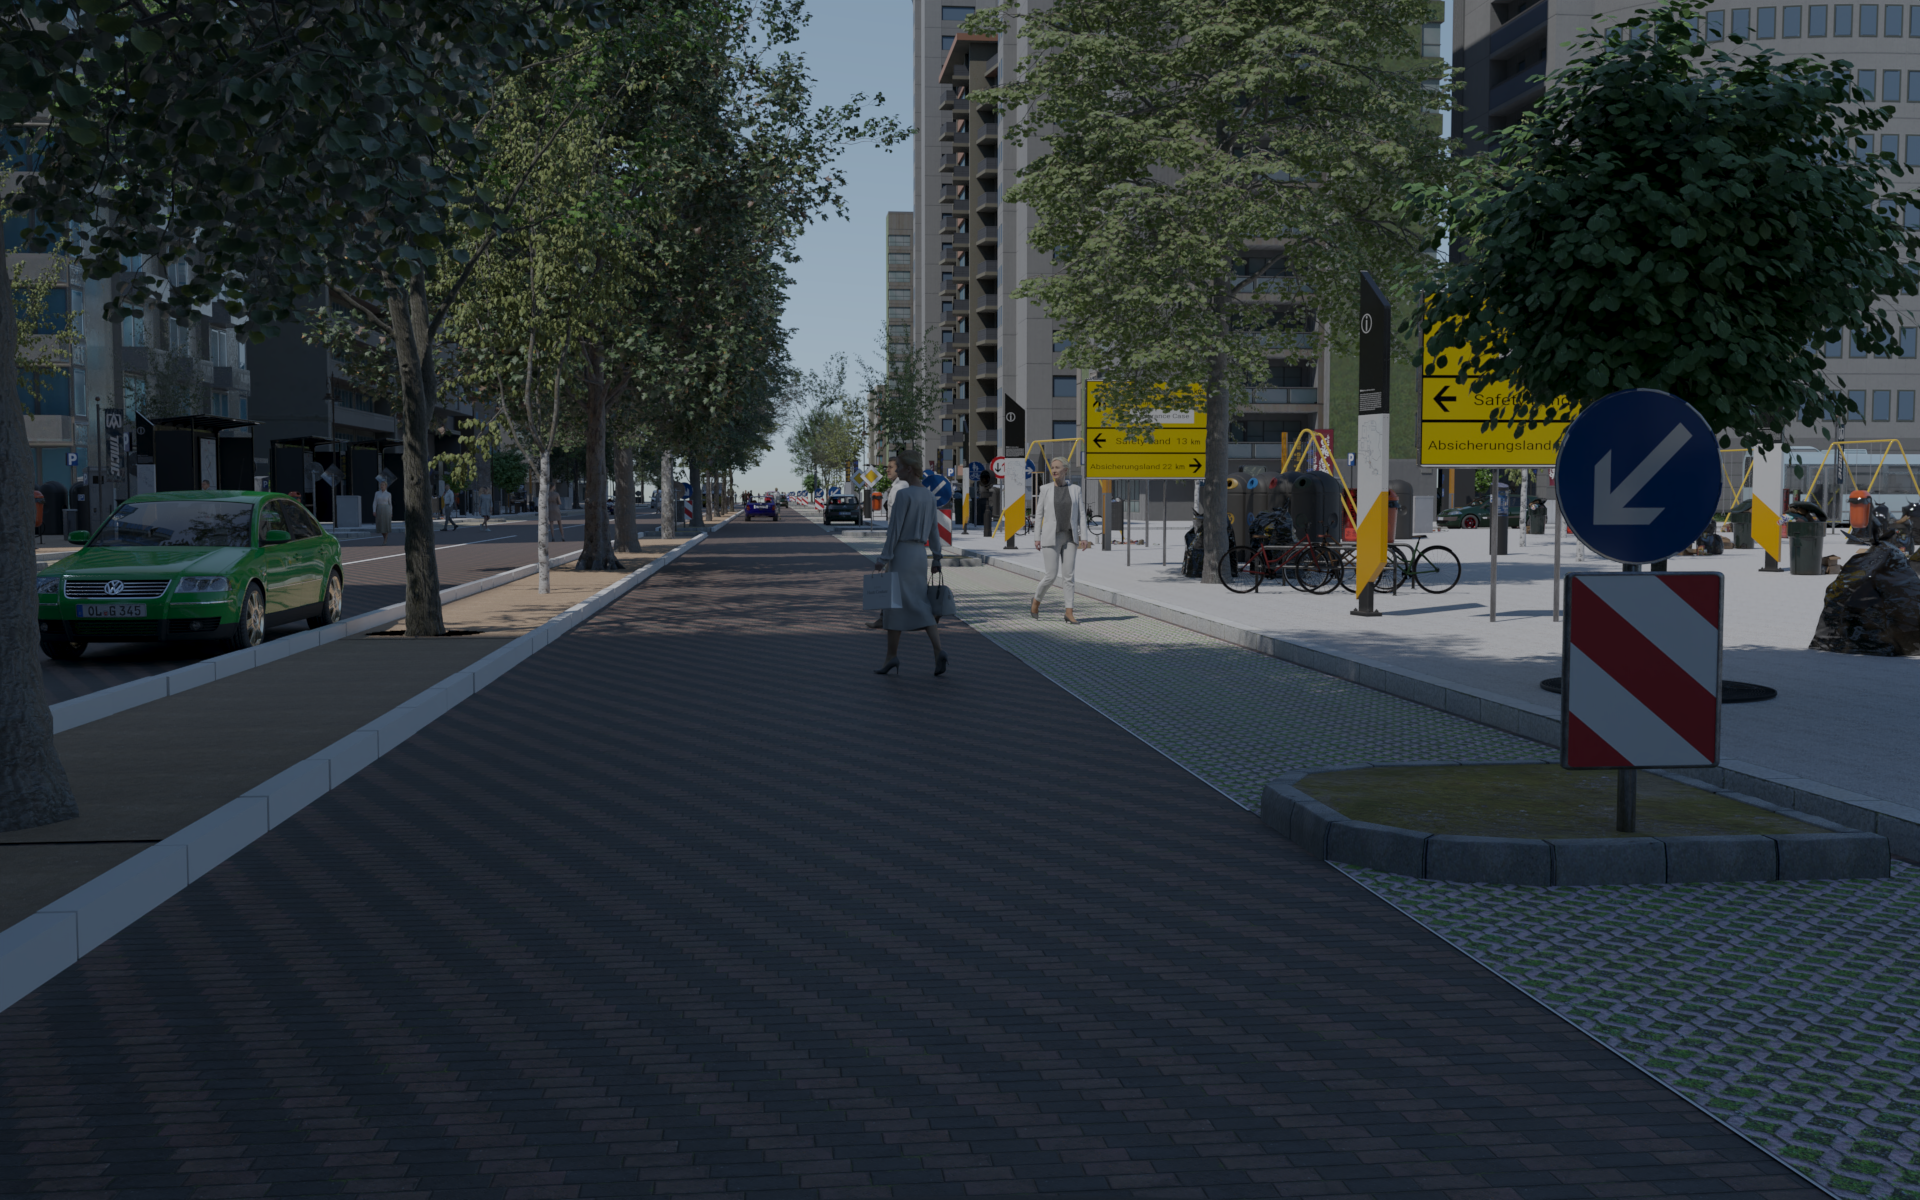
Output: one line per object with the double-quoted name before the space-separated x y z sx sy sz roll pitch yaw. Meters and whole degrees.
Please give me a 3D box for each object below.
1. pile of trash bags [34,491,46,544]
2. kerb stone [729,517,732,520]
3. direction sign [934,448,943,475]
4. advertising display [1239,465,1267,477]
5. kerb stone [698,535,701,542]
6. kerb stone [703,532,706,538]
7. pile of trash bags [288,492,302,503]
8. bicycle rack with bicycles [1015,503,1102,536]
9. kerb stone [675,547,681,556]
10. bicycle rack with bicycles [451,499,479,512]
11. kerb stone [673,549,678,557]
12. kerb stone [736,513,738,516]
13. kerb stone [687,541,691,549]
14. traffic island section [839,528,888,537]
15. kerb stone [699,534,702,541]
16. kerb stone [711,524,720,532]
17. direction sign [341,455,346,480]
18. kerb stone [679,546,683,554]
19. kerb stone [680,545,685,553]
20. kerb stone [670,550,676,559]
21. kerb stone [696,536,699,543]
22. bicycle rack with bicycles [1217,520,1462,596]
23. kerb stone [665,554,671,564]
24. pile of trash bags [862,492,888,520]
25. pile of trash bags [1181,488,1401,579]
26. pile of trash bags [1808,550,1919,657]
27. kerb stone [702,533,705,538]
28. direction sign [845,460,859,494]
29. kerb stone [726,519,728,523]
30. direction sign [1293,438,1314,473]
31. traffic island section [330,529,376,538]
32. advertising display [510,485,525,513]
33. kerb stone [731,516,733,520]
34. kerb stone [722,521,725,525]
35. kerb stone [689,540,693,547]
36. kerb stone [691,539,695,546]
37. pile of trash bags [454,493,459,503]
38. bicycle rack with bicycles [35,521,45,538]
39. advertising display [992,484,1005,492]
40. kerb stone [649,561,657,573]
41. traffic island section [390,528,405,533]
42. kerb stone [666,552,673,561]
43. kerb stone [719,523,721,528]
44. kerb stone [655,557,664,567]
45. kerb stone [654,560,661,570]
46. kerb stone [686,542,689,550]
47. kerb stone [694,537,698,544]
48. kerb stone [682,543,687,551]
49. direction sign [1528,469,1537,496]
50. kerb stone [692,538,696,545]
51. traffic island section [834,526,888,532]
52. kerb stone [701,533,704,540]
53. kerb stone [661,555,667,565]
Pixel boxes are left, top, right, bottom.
"pile of trash bags" -24.967 -2.128 44.550 3.447 1.369 1.912 1 4 17
"kerb stone" -11.911 -4.079 88.884 0.120 0.150 1.000 0 4 -6
"direction sign" -0.996 -5.773 86.384 0.379 3.537 0.876 1 4 17
"advertising display" 6.588 -2.067 39.005 0.123 1.923 0.974 3 5 43
"kerb stone" -7.732 -1.740 50.644 0.120 0.150 1.000 0 4 -6
"kerb stone" -8.182 -1.987 54.716 0.120 0.150 1.000 0 4 -6
"pile of trash bags" -26.123 -3.464 66.389 1.912 1.369 3.447 0 4 2
"bicycle rack with bicycles" 3.135 -2.503 54.310 2.925 0.926 2.852 0 4 7
"kerb stone" -6.507 -1.054 39.432 0.120 0.150 1.000 0 4 -6
"bicycle rack with bicycles" -35.697 -6.734 123.478 2.925 0.926 2.852 -2 4 -25
"kerb stone" -6.395 -0.992 38.415 0.120 0.150 1.000 0 4 -6
"kerb stone" -13.594 -5.010 104.167 0.120 0.150 1.000 0 4 -6
"kerb stone" -7.061 -1.366 44.528 0.120 0.150 1.000 0 4 -6
"traffic island section" -3.015 -2.272 59.424 2.009 0.180 2.903 0 4 -6
"kerb stone" -7.843 -1.802 51.660 0.120 0.150 1.000 0 4 -6
"kerb stone" -9.685 -2.829 68.502 0.120 0.150 1.000 0 4 -6
"direction sign" -35.100 -6.562 99.290 0.876 3.537 0.379 1 4 20
"kerb stone" -6.620 -1.112 40.448 0.120 0.150 1.000 0 4 -6
"kerb stone" -6.728 -1.172 41.468 0.120 0.150 1.000 0 4 -6
"kerb stone" -6.283 -0.930 37.399 0.120 0.150 1.000 0 4 -6
"kerb stone" -7.622 -1.678 49.627 0.120 0.150 1.000 0 4 -6
"bicycle rack with bicycles" 5.094 -0.574 22.767 2.925 0.926 2.852 1 4 23
"kerb stone" -6.050 -0.806 35.366 0.120 0.150 1.000 0 4 -6
"pile of trash bags" -3.071 -4.572 84.504 3.447 1.369 1.912 3 5 42
"pile of trash bags" 5.101 -1.055 27.007 3.447 1.369 1.912 1 4 16
"pile of trash bags" 8.851 -0.268 14.134 3.447 1.369 1.912 -1 4 -21
"kerb stone" -8.061 -1.927 53.700 0.120 0.150 1.000 0 4 -6
"direction sign" -7.150 -7.502 114.649 0.876 3.537 0.379 0 4 0
"kerb stone" -11.026 -3.581 80.741 0.120 0.150 1.000 0 4 -6
"direction sign" 13.859 -4.766 69.925 0.876 3.537 0.379 2 4 32
"traffic island section" -20.801 -2.153 57.490 2.009 0.180 2.903 0 4 -6
"advertising display" -30.161 -6.896 117.961 0.974 1.923 0.123 -1 4 -15
"kerb stone" -12.143 -4.197 90.921 0.120 0.150 1.000 0 4 -6
"kerb stone" -10.460 -3.269 75.638 0.120 0.150 1.000 0 4 -6
"kerb stone" -7.173 -1.423 45.551 0.120 0.150 1.000 0 4 -6
"kerb stone" -7.288 -1.491 46.571 0.120 0.150 1.000 0 4 -6
"pile of trash bags" -39.087 -7.842 137.971 3.447 1.369 1.912 2 4 31
"bicycle rack with bicycles" -28.156 -2.216 49.617 2.925 0.926 2.852 -1 4 -10
"advertising display" 2.602 -6.588 112.923 0.974 1.923 0.123 0 4 1
"kerb stone" -5.606 -0.556 31.288 0.120 0.150 1.000 0 4 -6
"traffic island section" -21.669 -2.639 65.428 2.009 0.180 2.903 0 4 -6
"kerb stone" -6.167 -0.866 36.381 0.120 0.150 1.000 0 4 -6
"kerb stone" -9.903 -2.953 70.534 0.120 0.150 1.000 0 4 -6
"kerb stone" -5.843 -0.676 33.324 0.120 0.150 1.000 0 4 -6
"kerb stone" -5.725 -0.614 32.303 0.120 0.150 1.000 0 4 -6
"kerb stone" -6.947 -1.303 43.507 0.120 0.150 1.000 0 4 -6
"kerb stone" -7.505 -1.614 48.612 0.120 0.150 1.000 0 4 -6
"kerb stone" -6.838 -1.237 42.484 0.120 0.150 1.000 0 4 -6
"direction sign" 24.068 -4.954 72.996 0.876 3.537 0.379 -3 5 -43
"kerb stone" -7.396 -1.551 47.596 0.120 0.150 1.000 0 4 -6
"traffic island section" -3.883 -2.757 67.362 2.009 0.180 2.903 0 4 -6
"kerb stone" -7.954 -1.865 52.684 0.120 0.150 1.000 0 4 -6
"kerb stone" -5.960 -0.743 34.347 0.120 0.150 1.000 0 4 -6
